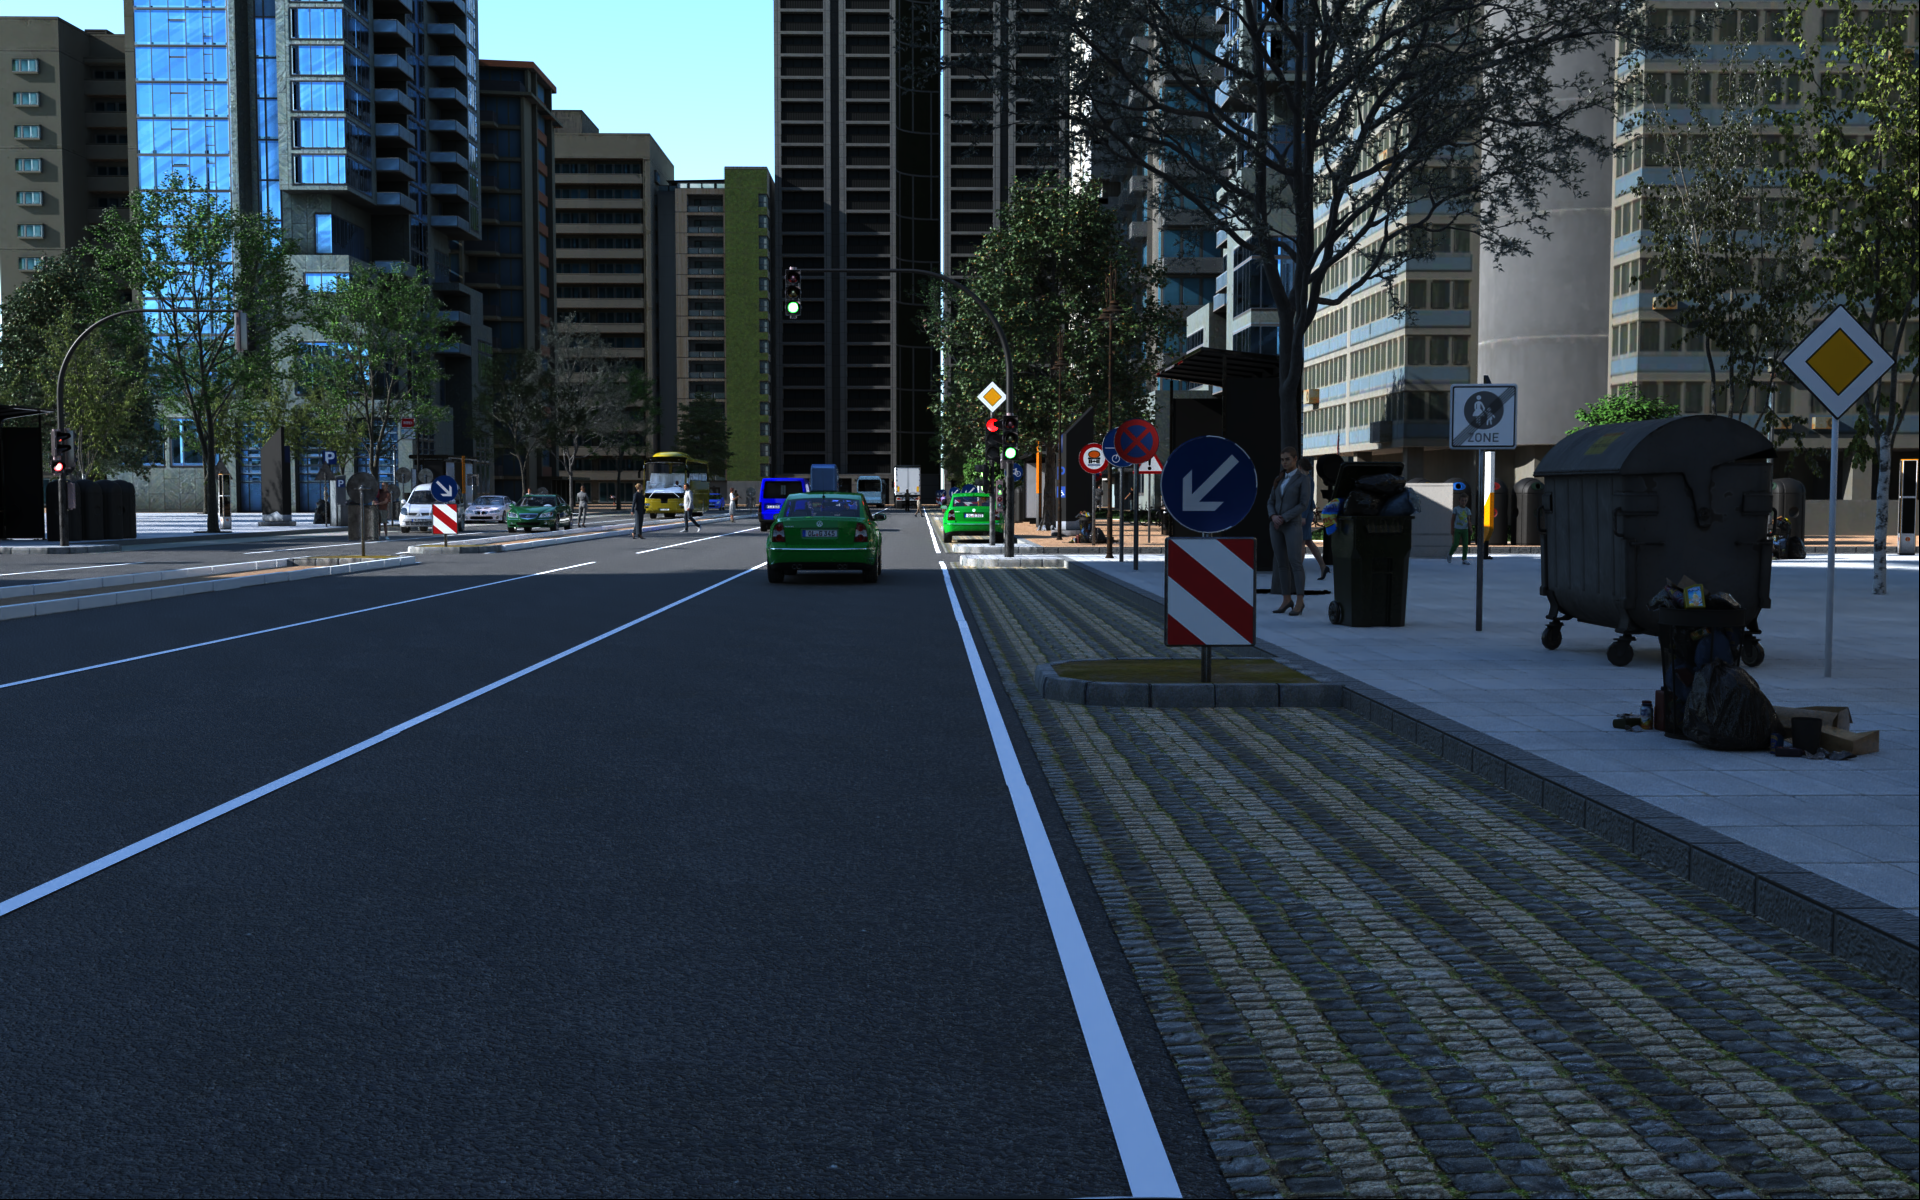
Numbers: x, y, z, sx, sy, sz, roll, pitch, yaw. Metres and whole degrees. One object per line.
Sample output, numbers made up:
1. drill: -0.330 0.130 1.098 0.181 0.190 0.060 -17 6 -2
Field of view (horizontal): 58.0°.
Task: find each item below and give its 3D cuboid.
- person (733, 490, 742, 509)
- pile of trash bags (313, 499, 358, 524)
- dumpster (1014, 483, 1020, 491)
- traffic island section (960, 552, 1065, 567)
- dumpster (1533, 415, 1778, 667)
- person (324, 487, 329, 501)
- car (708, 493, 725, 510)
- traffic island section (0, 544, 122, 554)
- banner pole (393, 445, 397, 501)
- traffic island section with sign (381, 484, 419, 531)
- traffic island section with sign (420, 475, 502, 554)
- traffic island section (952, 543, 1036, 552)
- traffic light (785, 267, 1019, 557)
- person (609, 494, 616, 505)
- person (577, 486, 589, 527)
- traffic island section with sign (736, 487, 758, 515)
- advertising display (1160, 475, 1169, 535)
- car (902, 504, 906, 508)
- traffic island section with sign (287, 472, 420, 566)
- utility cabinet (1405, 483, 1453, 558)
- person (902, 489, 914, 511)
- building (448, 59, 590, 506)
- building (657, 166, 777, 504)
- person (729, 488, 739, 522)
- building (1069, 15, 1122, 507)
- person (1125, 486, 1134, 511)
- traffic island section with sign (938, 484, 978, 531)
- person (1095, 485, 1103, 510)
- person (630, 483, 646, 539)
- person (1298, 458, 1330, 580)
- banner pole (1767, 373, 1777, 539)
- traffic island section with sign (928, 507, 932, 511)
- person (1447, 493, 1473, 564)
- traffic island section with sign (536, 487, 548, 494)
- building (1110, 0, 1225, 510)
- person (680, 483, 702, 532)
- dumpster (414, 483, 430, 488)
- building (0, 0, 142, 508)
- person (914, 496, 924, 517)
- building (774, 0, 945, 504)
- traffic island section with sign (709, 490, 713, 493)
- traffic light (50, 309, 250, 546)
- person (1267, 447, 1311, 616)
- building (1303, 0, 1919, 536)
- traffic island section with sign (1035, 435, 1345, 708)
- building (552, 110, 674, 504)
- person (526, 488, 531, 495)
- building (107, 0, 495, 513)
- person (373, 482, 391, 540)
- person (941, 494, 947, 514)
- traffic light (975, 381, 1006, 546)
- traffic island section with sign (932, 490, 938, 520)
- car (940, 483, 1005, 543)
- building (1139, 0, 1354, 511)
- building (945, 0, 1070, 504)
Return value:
1. person: -21.962 -9.866 169.909 1.348 1.812 0.705 2 4 31
2. pile of trash bags: -26.433 -4.011 75.327 3.447 1.369 1.912 0 4 -4
3. dumpster: 3.976 -6.573 109.966 1.502 2.255 1.985 0 4 -1
4. traffic island section: 1.016 -0.795 35.274 2.009 0.180 2.903 0 4 -1
5. dumpster: 5.404 -0.476 13.536 1.264 1.857 1.865 0 4 -2
6. person: -42.349 -6.680 115.813 0.362 1.759 0.519 -1 4 -19
7. car: -21.978 -8.862 154.489 1.945 1.707 3.694 0 4 -1
8. traffic island section: -22.107 -1.250 42.723 2.009 0.180 2.903 0 4 -1
9. banner pole: -28.792 -6.006 88.207 0.401 3.779 0.863 -2 4 -26
10. traffic island section with sign: -22.368 -3.623 67.871 1.989 1.847 2.006 0 4 -1
11. traffic island section with sign: -12.497 -2.108 42.604 2.006 1.907 1.989 0 4 -1
12. traffic island section: 0.828 -1.283 43.257 2.009 0.180 2.903 0 4 -1
13. traffic light: -1.113 -3.688 34.969 4.771 5.953 1.251 0 4 -1
14. person: -39.549 -11.354 197.330 0.628 1.438 0.799 0 4 5
15. person: -16.186 -4.014 74.405 0.520 1.790 0.573 0 4 -3
16. traffic island section with sign: -14.281 -6.703 117.722 2.006 1.907 1.989 0 4 -1
17. advertising display: 6.488 -3.009 54.416 0.123 1.923 0.974 -1 4 -10
18. car: -5.224 -10.504 181.967 2.015 1.641 3.980 0 4 -1
19. traffic island section with sign: -12.332 -1.655 35.199 2.006 1.907 1.989 0 4 -1
20. utility cabinet: 9.255 -1.590 34.675 1.173 1.500 0.318 1 4 16
21. person: -4.312 -8.201 142.603 1.348 1.823 0.705 -3 5 -39
22. building: -53.255 -31.568 170.758 28.867 44.769 22.147 0 4 -1
23. building: -30.491 -32.731 218.738 14.086 41.232 14.154 0 4 -1
24. person: -11.469 -4.826 87.972 0.524 1.755 0.480 -1 4 -21
25. building: 25.177 -35.494 169.569 28.713 52.752 27.495 0 4 -1
26. person: 11.999 -7.014 120.729 1.348 1.822 0.705 -3 5 -45
27. traffic island section with sign: 0.254 -3.622 67.849 1.989 1.847 2.006 0 4 -1
28. person: 8.257 -5.986 103.718 0.655 1.846 0.447 0 4 -2
29. person: -10.265 -2.825 55.113 0.534 1.772 0.576 0 4 -7
30. person: 5.180 -1.205 25.777 0.654 1.822 0.581 1 4 20
31. banner pole: 16.607 -2.784 35.528 0.401 3.779 0.863 2 4 32
32. traffic island section with sign: -1.573 -8.340 144.984 1.989 1.847 2.006 0 4 -1
33. person: 9.154 -1.310 31.713 0.306 1.304 0.590 -1 4 -19
34. traffic island section with sign: -23.009 -5.294 95.192 1.989 1.847 2.006 0 4 -1
35. building: 24.076 -31.867 140.639 23.786 49.044 30.456 0 4 -1
36. person: -10.134 -3.473 65.134 0.795 1.843 0.661 -1 4 -21
37. dumpster: -26.563 -4.951 86.713 1.264 1.857 1.865 0 4 -1
38. building: -78.494 -33.447 170.552 21.600 48.544 21.300 0 4 -1
39. person: -2.568 -5.849 108.395 0.640 1.303 0.475 -2 4 -31
40. building: -12.732 -47.939 222.062 20.611 71.187 20.563 0 4 -1
41. traffic island section with sign: -24.840 -10.016 172.389 1.989 1.847 2.006 0 4 -1
42. traffic light: -19.978 -4.159 42.673 4.771 5.953 1.251 0 4 -1
43. person: 3.476 -0.747 18.526 0.520 1.790 0.573 2 4 32
44. building: 27.440 -23.027 68.367 23.993 40.220 32.217 0 4 -1
45. traffic island section with sign: 1.561 -0.236 12.486 1.989 1.847 2.006 0 4 -1
46. building: -48.419 -36.588 221.914 21.600 48.544 21.300 0 4 -1
47. person: -23.274 -5.173 93.648 0.480 1.755 0.524 -2 4 -31
48. building: -48.963 -50.068 131.291 22.319 86.520 31.000 0 4 -1
49. person: -18.057 -2.781 53.945 0.580 1.828 0.573 -3 5 -40
50. person: -1.173 -6.994 126.079 0.421 1.427 0.697 0 4 -7
51. traffic light: 0.788 -3.316 43.142 0.839 4.253 0.868 0 4 -1
52. traffic island section with sign: -0.409 -5.327 95.723 1.989 1.847 2.006 0 4 -1
53. car: 0.390 -2.642 51.991 1.959 1.807 4.718 0 4 0
54. building: 23.377 -48.182 100.440 22.319 86.520 31.000 0 4 -1
55. building: 8.171 -47.933 221.957 20.611 71.187 20.563 0 4 -1
